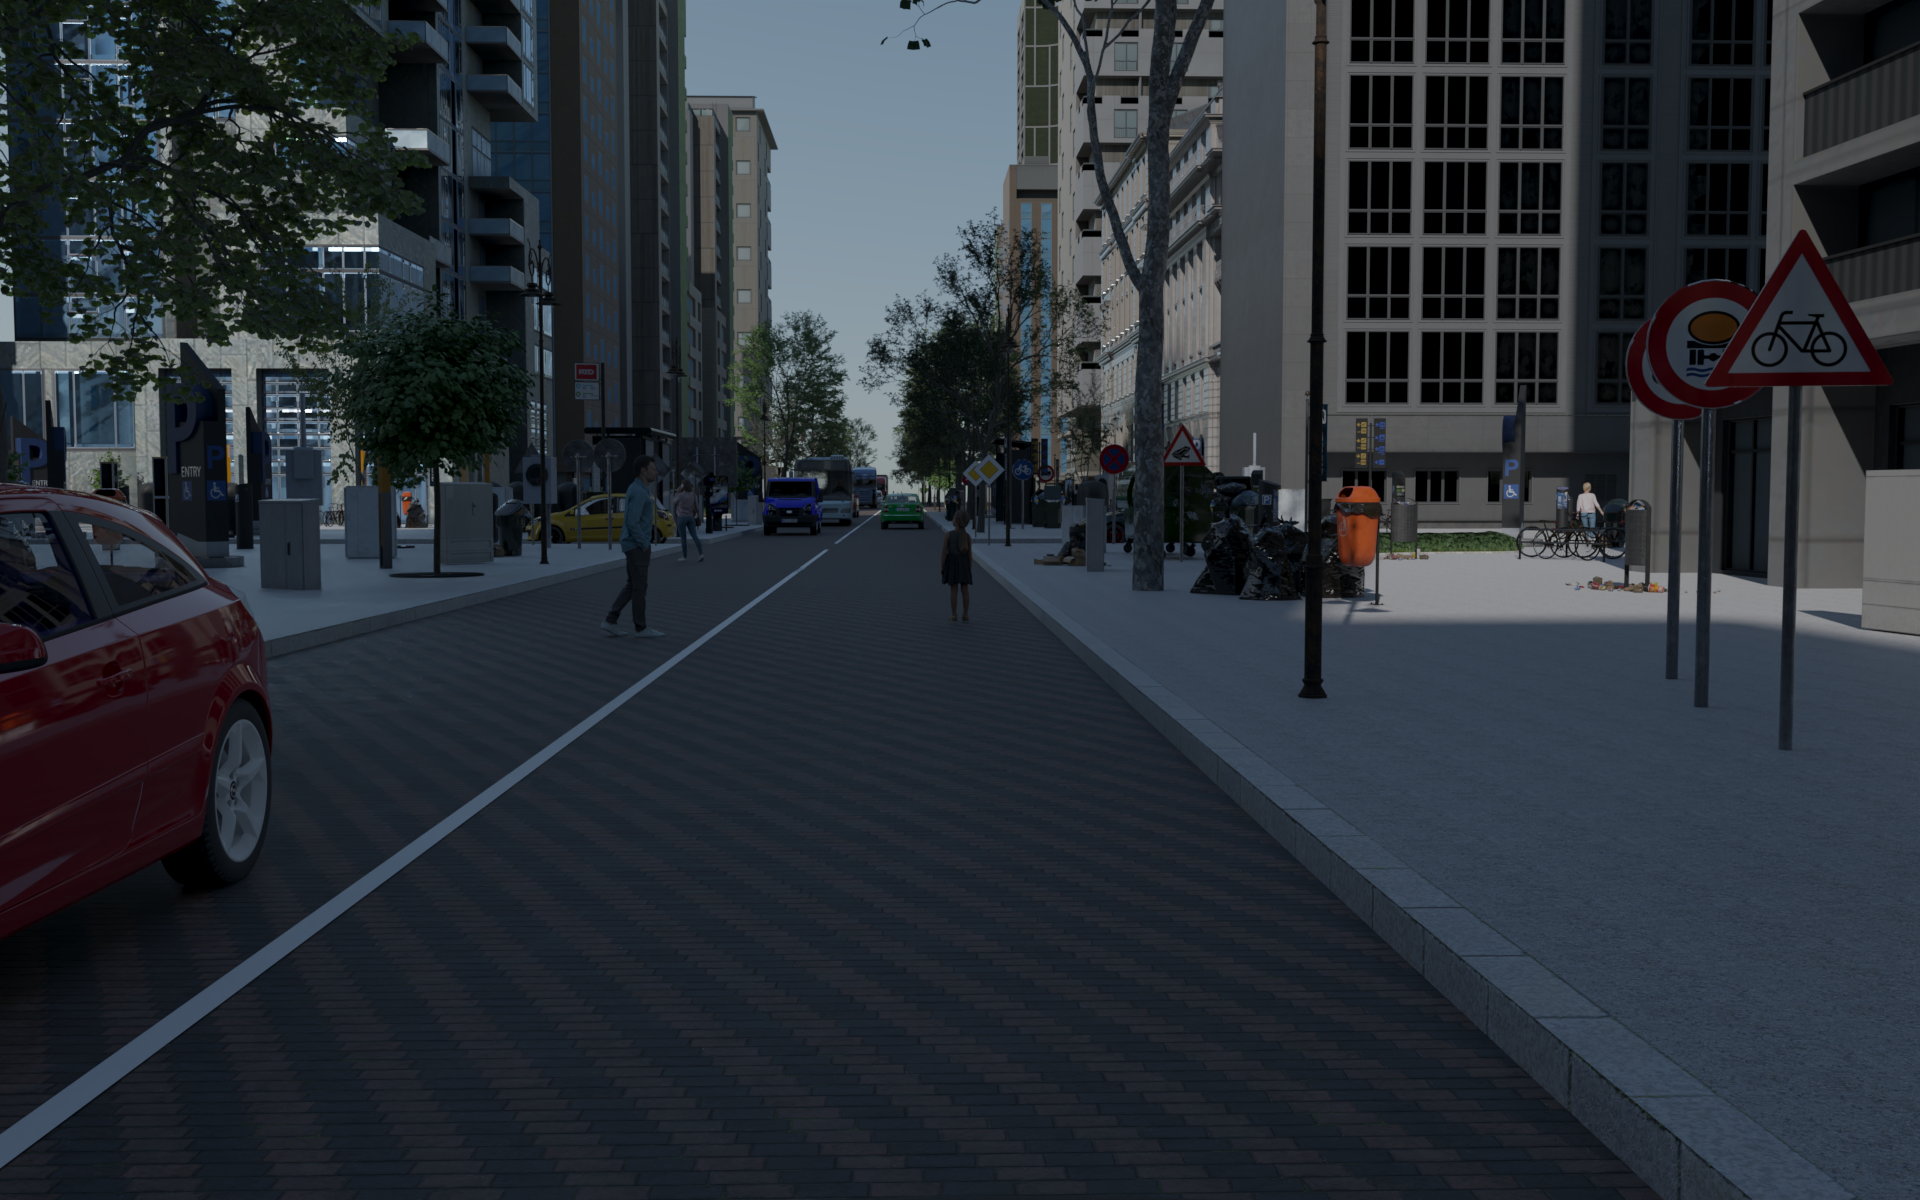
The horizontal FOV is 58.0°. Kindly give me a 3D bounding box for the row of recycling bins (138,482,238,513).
[{"bbox_3d":[-26.965,-3.283,60.783,3.534,1.692,1.069,0,4,-7],"label":"row of recycling bins"}]

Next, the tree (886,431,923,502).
[{"bbox_3d":[-5.211,-20.055,238.272,12.009,13.543,11.850,0,3,0],"label":"tree"}]

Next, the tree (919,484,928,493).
[{"bbox_3d":[-5.905,-17.659,283.318,1.663,3.219,1.824,0,3,0],"label":"tree"}]

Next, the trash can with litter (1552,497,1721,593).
[{"bbox_3d":[8.997,-0.748,23.292,1.678,1.210,2.233,-1,4,-9],"label":"trash can with litter"}]

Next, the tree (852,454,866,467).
[{"bbox_3d":[-16.840,-20.415,284.141,4.737,8.622,4.395,0,3,0],"label":"tree"}]

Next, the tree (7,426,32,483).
[{"bbox_3d":[-22.901,-2.841,41.056,1.663,3.219,1.824,0,3,0],"label":"tree"}]

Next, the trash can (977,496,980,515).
[{"bbox_3d":[0.915,-5.563,102.605,0.748,1.137,0.748,0,3,0],"label":"trash can"}]

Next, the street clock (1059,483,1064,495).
[{"bbox_3d":[6.516,-6.575,112.063,0.358,2.002,0.471,-1,4,-21],"label":"street clock"}]

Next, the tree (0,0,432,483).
[{"bbox_3d":[-8.099,-5.816,13.213,7.486,12.596,7.792,0,3,0],"label":"tree"}]

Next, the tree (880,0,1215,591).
[{"bbox_3d":[3.564,-10.253,23.527,12.611,20.169,13.585,0,3,0],"label":"tree"}]

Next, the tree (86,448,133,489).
[{"bbox_3d":[-34.537,-4.652,70.667,1.663,3.219,1.824,0,3,0],"label":"tree"}]

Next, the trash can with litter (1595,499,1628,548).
[{"bbox_3d":[15.629,-1.839,41.458,0.624,1.170,1.055,3,5,45],"label":"trash can with litter"}]

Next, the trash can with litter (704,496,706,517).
[{"bbox_3d":[-14.364,-5.135,95.348,1.055,1.170,0.624,2,4,32],"label":"trash can with litter"}]

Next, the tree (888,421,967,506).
[{"bbox_3d":[-3.290,-16.937,193.924,9.611,12.733,9.660,0,3,0],"label":"tree"}]

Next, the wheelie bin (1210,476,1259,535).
[{"bbox_3d":[4.824,-1.378,30.435,0.980,1.594,0.693,2,4,25],"label":"wheelie bin"}]

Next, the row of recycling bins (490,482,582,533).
[{"bbox_3d":[-14.403,-3.124,58.196,3.534,1.692,1.069,-2,4,-34],"label":"row of recycling bins"}]

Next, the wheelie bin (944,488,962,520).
[{"bbox_3d":[-0.340,-4.740,85.406,0.693,1.594,0.980,-2,4,-34],"label":"wheelie bin"}]

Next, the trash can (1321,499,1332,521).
[{"bbox_3d":[11.480,-2.656,55.081,0.748,1.137,0.748,0,3,0],"label":"trash can"}]

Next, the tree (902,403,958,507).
[{"bbox_3d":[-2.513,-15.896,178.027,7.486,12.596,7.792,0,3,0],"label":"tree"}]

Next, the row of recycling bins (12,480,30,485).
[{"bbox_3d":[-29.289,-2.710,51.414,1.069,1.692,3.534,2,4,34],"label":"row of recycling bins"}]

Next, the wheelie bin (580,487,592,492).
[{"bbox_3d":[-16.204,-3.995,73.224,0.980,1.594,0.693,1,4,11],"label":"wheelie bin"}]

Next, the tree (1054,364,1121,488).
[{"bbox_3d":[7.148,-9.103,99.193,4.360,8.622,3.978,0,3,0],"label":"tree"}]

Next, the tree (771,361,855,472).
[{"bbox_3d":[-12.546,-13.902,145.423,7.486,12.596,7.792,0,3,0],"label":"tree"}]

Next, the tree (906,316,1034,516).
[{"bbox_3d":[0.459,-10.649,99.864,9.928,11.665,9.643,0,3,0],"label":"tree"}]

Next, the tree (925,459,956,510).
[{"bbox_3d":[-1.225,-9.734,142.871,4.285,4.588,4.351,0,3,0],"label":"tree"}]

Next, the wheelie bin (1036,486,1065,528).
[{"bbox_3d":[3.438,-3.479,64.783,0.980,1.594,0.693,0,4,3],"label":"wheelie bin"}]

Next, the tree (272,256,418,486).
[{"bbox_3d":[-18.518,-6.274,52.945,4.737,8.622,4.395,0,3,0],"label":"tree"}]

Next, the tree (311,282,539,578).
[{"bbox_3d":[-8.268,-2.646,26.979,4.285,4.588,4.351,0,3,0],"label":"tree"}]

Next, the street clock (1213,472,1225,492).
[{"bbox_3d":[8.431,-3.193,56.768,0.471,2.002,0.358,-1,4,-23],"label":"street clock"}]

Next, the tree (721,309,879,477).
[{"bbox_3d":[-9.719,-10.459,96.758,9.928,11.665,9.643,0,3,0],"label":"tree"}]

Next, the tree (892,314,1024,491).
[{"bbox_3d":[-0.195,-12.885,117.319,9.857,13.997,8.962,0,3,0],"label":"tree"}]

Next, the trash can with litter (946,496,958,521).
[{"bbox_3d":[-0.139,-4.265,81.122,1.055,1.170,0.624,1,4,22],"label":"trash can with litter"}]

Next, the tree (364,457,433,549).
[{"bbox_3d":[-13.483,-2.834,40.945,1.663,3.219,1.824,0,3,0],"label":"tree"}]

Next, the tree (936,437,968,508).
[{"bbox_3d":[-1.153,-12.615,156.623,4.360,8.622,3.978,0,3,0],"label":"tree"}]

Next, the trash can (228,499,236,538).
[{"bbox_3d":[-21.532,-2.395,50.819,0.748,1.137,0.748,0,3,0],"label":"trash can"}]

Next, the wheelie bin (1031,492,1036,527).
[{"bbox_3d":[3.096,-3.625,67.169,0.693,1.594,0.980,0,4,2],"label":"wheelie bin"}]

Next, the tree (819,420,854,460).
[{"bbox_3d":[-11.657,-12.465,154.167,4.360,8.622,3.978,0,3,0],"label":"tree"}]

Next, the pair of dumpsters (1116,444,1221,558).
[{"bbox_3d":[4.256,-2.028,35.658,1.574,2.255,4.437,0,4,-2],"label":"pair of dumpsters"}]

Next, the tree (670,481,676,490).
[{"bbox_3d":[-18.927,-7.374,115.170,1.663,3.219,1.824,0,3,0],"label":"tree"}]

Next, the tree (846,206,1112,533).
[{"bbox_3d":[0.660,-7.496,56.979,8.767,10.594,7.601,0,4,1],"label":"tree"}]

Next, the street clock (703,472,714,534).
[{"bbox_3d":[-8.125,-3.148,56.046,0.358,2.002,0.471,1,4,11],"label":"street clock"}]

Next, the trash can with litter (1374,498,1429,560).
[{"bbox_3d":[8.357,-1.417,34.224,2.233,1.210,1.678,0,4,-2],"label":"trash can with litter"}]

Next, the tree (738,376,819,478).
[{"bbox_3d":[-11.441,-9.545,106.417,4.360,8.622,3.978,0,3,0],"label":"tree"}]

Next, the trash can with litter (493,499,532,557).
[{"bbox_3d":[-9.308,-1.472,35.449,0.624,1.170,1.055,1,4,22],"label":"trash can with litter"}]

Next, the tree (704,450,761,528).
[{"bbox_3d":[-9.069,-4.590,69.646,1.663,3.219,1.824,0,3,0],"label":"tree"}]

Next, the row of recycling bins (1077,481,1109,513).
[{"bbox_3d":[4.182,-2.906,54.620,1.069,1.692,3.534,0,4,4],"label":"row of recycling bins"}]
